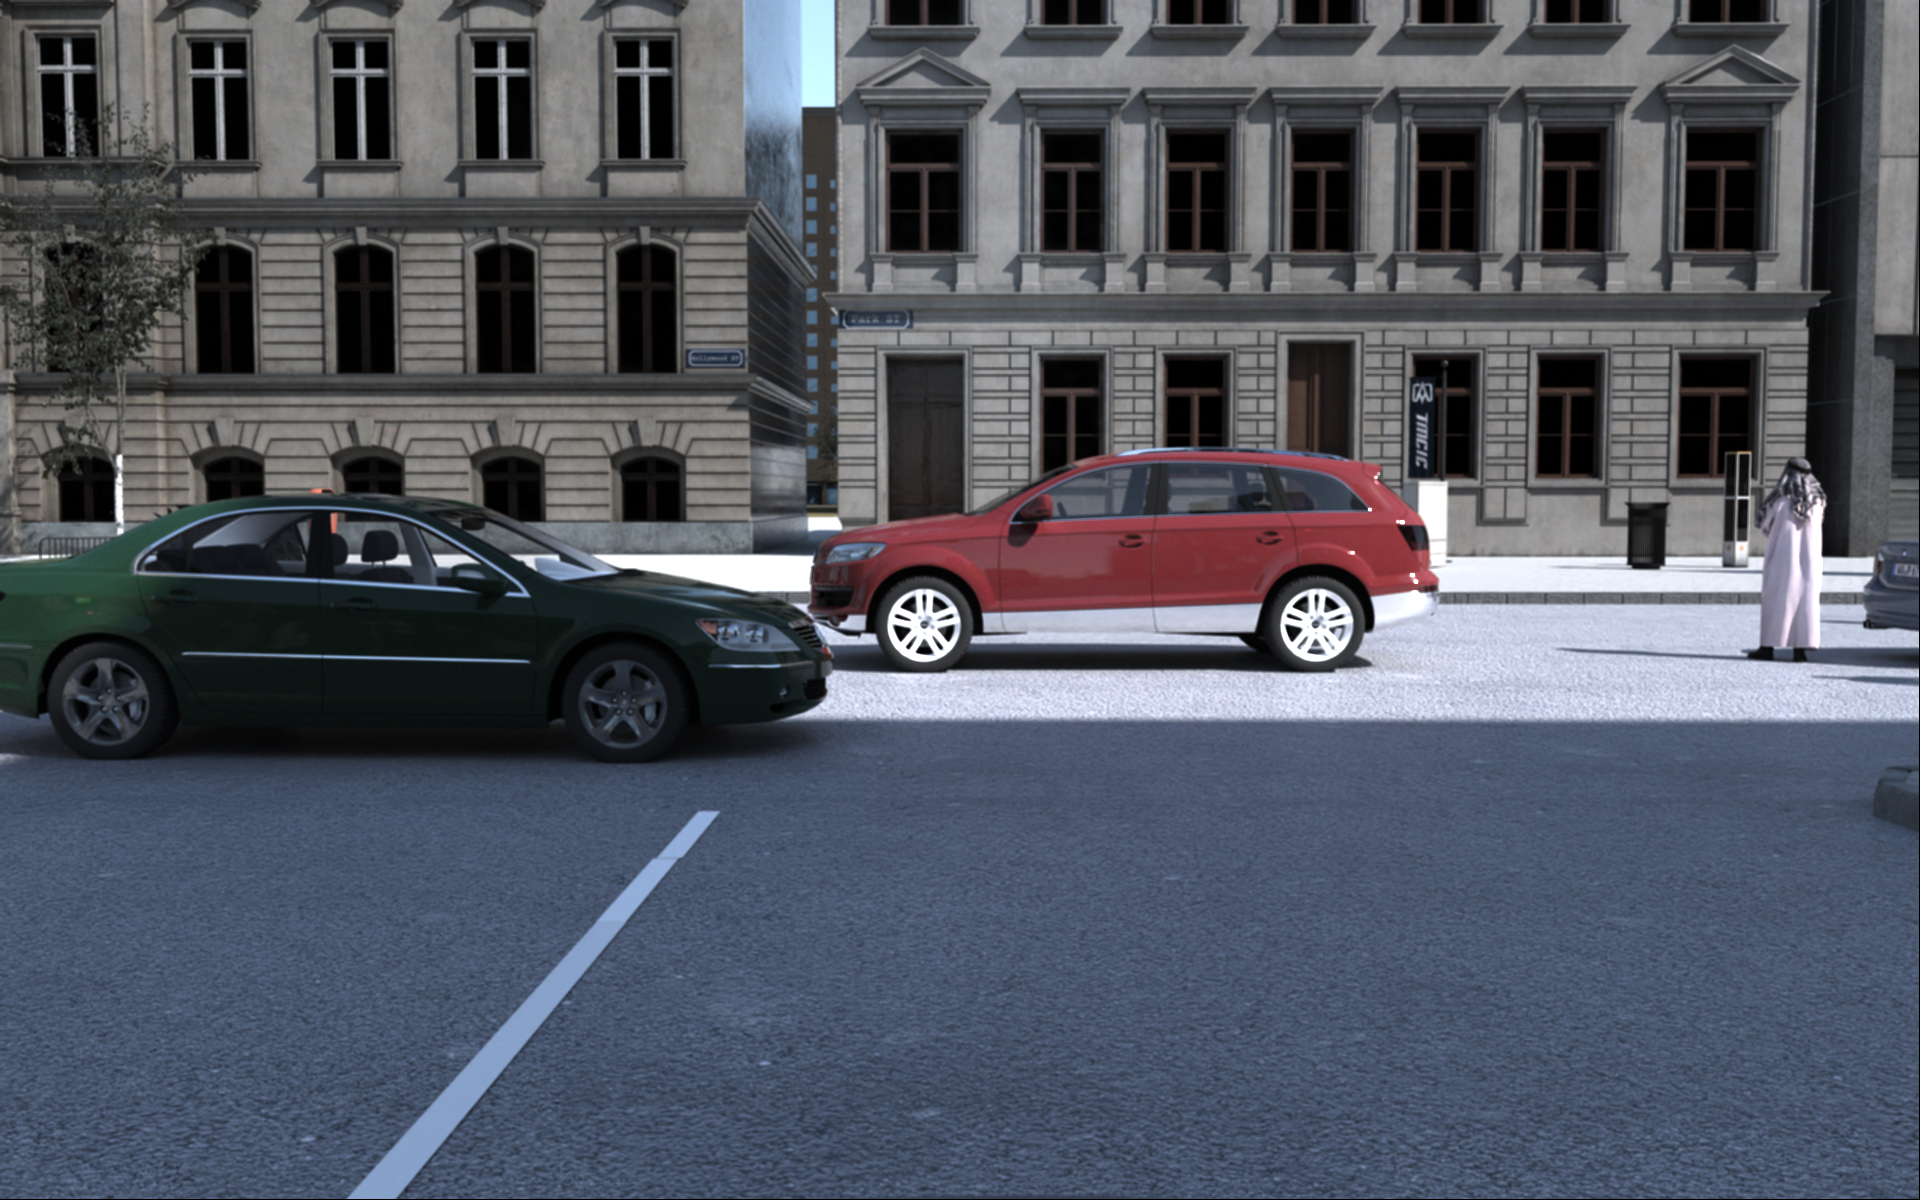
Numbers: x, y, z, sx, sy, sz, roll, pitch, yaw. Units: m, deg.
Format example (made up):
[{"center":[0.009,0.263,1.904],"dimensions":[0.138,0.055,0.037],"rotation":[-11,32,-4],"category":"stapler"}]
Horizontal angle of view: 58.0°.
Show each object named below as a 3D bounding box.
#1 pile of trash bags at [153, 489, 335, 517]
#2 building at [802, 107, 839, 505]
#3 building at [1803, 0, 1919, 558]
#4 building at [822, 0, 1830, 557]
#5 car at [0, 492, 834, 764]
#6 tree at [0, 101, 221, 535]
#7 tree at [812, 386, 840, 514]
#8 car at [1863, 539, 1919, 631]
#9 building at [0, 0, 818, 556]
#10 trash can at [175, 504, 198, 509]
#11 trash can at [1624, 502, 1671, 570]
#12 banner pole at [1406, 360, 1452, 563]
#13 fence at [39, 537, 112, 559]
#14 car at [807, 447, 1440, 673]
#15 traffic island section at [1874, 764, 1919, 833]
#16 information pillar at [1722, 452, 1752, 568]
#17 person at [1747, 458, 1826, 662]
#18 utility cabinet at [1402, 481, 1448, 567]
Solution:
[{"center":[-11.620,-1.157,28.674],"dimensions":[1.912,1.369,3.447],"rotation":[2,4,24],"category":"pile of trash bags"},{"center":[-16.446,-33.649,200.266],"dimensions":[14.200,45.320,14.600],"rotation":[0,4,1],"category":"building"},{"center":[27.927,-13.578,40.026],"dimensions":[19.932,24.808,12.078],"rotation":[0,4,1],"category":"building"},{"center":[7.378,-12.448,39.682],"dimensions":[21.152,22.565,11.583],"rotation":[0,4,1],"category":"building"},{"center":[-3.195,0.103,10.108],"dimensions":[4.920,1.459,2.131],"rotation":[0,4,2],"category":"car"},{"center":[-15.829,-4.987,31.905],"dimensions":[4.360,8.622,3.978],"rotation":[0,3,0],"category":"tree"},{"center":[-7.933,-9.946,112.986],"dimensions":[4.360,8.622,3.978],"rotation":[0,3,0],"category":"tree"},{"center":[10.172,-0.165,14.701],"dimensions":[4.499,1.417,2.014],"rotation":[0,4,0],"category":"car"},{"center":[-21.261,-13.582,41.149],"dimensions":[34.723,24.649,14.460],"rotation":[0,4,1],"category":"building"},{"center":[-10.269,-0.729,23.580],"dimensions":[0.748,1.137,0.748],"rotation":[0,3,0],"category":"trash can"},{"center":[11.750,-1.100,29.634],"dimensions":[0.748,1.137,0.748],"rotation":[0,3,0],"category":"trash can"},{"center":[8.845,-2.603,32.575],"dimensions":[0.863,3.779,0.401],"rotation":[1,4,16],"category":"banner pole"},{"center":[-11.729,-0.539,24.184],"dimensions":[2.069,0.683,0.278],"rotation":[-2,4,-34],"category":"fence"},{"center":[1.351,-0.375,14.798],"dimensions":[5.304,1.827,2.281],"rotation":[0,4,0],"category":"car"},{"center":[5.055,0.945,6.828],"dimensions":[2.009,0.180,2.903],"rotation":[0,4,1],"category":"traffic island section"},{"center":[13.562,-1.575,30.240],"dimensions":[0.304,2.012,0.304],"rotation":[-1,4,-17],"category":"information pillar"},{"center":[7.150,-0.349,14.878],"dimensions":[0.551,1.740,0.621],"rotation":[-1,4,-13],"category":"person"},{"center":[8.040,-1.304,30.006],"dimensions":[0.318,1.500,1.173],"rotation":[3,5,40],"category":"utility cabinet"}]
